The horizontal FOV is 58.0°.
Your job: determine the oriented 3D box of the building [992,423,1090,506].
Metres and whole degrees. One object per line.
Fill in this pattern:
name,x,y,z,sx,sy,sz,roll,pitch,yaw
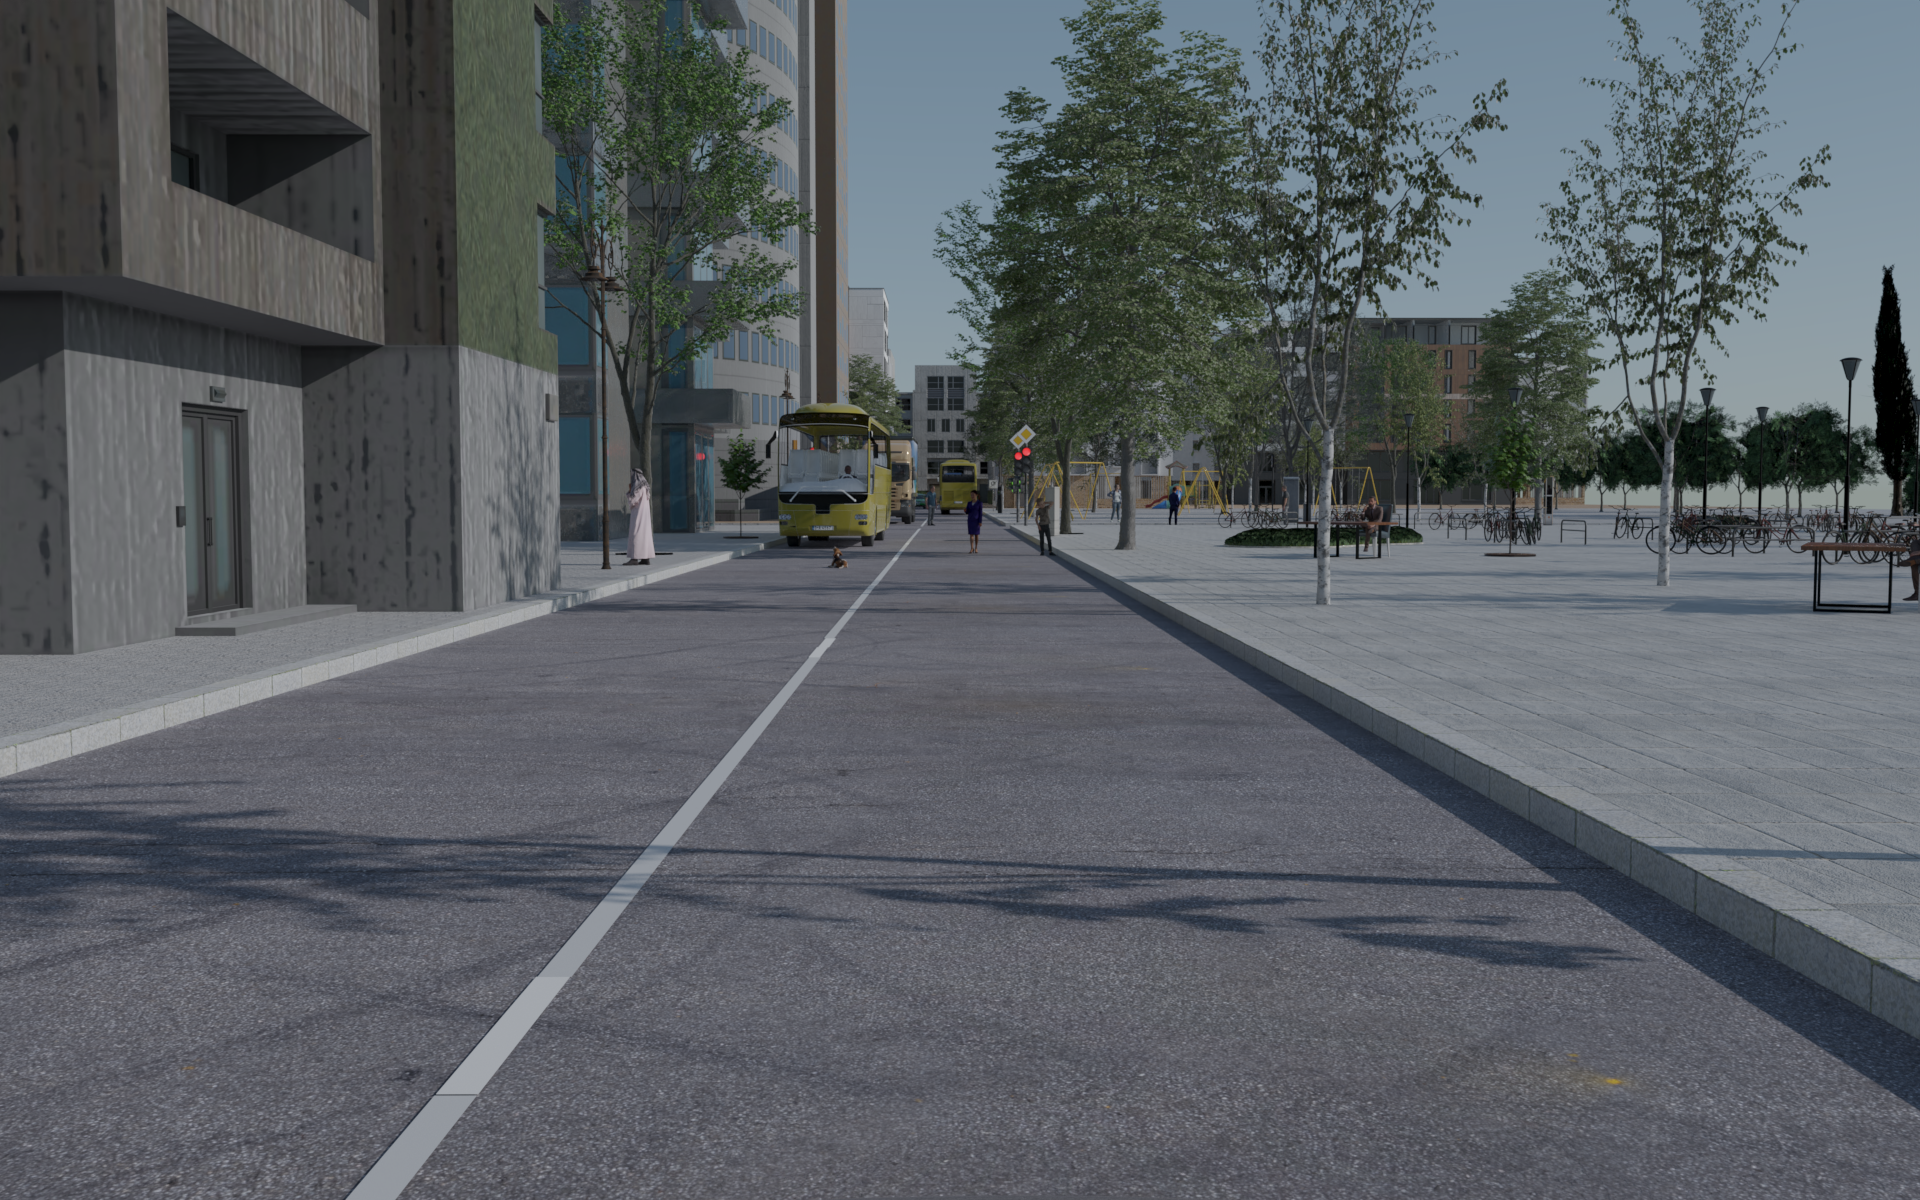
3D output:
building,8.205,-14.721,182.834,9.099,9.664,28.070,0,4,0

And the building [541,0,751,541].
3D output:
building,-22.610,-26.645,55.256,30.456,49.044,23.786,0,4,0

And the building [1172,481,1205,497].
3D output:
building,25.242,-23.274,246.988,31.486,18.905,16.747,0,4,0

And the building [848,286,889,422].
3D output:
building,-21.458,-19.907,169.451,27.936,21.610,32.646,0,4,0

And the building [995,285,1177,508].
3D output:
building,11.312,-18.722,162.526,16.016,20.091,11.380,0,4,0

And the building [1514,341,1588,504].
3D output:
building,71.528,-22.270,220.528,11.380,20.091,16.016,0,4,0

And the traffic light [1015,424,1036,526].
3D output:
traffic light,2.648,-4.951,69.864,0.839,4.253,0.868,0,4,0

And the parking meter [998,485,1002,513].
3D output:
parking meter,2.670,-6.721,115.604,0.255,1.863,0.399,1,4,13

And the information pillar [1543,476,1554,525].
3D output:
information pillar,24.089,-4.064,70.931,0.304,2.012,0.304,0,4,1

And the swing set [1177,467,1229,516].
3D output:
swing set,14.239,-6.369,101.756,2.862,2.851,3.119,0,4,6

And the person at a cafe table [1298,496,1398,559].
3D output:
person at a cafe table,8.031,-1.468,34.871,1.726,1.238,1.698,-3,5,-40

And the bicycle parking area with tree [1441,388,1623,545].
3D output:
bicycle parking area with tree,17.530,-3.649,46.665,8.231,4.147,9.016,1,4,13

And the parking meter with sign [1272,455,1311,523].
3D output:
parking meter with sign,14.768,-4.948,77.155,1.738,3.016,0.543,0,4,7

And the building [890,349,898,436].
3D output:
building,-24.254,-21.626,220.048,31.486,18.905,16.747,0,4,0

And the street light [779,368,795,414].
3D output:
street light,-6.323,-5.553,63.584,0.468,5.910,1.993,0,4,0

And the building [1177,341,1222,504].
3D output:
building,26.786,-22.266,220.468,11.380,20.091,16.016,0,4,0

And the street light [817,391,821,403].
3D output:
street light,-6.327,-6.436,78.016,0.468,5.910,1.993,0,4,0

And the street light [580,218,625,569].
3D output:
street light,-6.033,-3.460,29.361,0.468,5.910,1.993,0,4,0

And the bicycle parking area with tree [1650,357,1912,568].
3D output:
bicycle parking area with tree,18.849,-2.870,33.935,9.016,4.147,8.231,0,4,7

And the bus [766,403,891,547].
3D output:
bus,-3.523,-3.606,50.505,2.896,3.916,12.252,0,4,0

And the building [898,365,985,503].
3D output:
building,-6.237,-23.207,245.883,31.486,18.905,16.747,0,4,0

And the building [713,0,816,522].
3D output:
building,-19.201,-33.566,90.805,21.231,58.520,28.212,0,4,0

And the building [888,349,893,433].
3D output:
building,-15.865,-21.206,203.136,16.016,20.091,11.380,0,4,0

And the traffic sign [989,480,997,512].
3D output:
traffic sign,2.442,-7.653,127.263,0.606,2.300,0.079,0,4,3

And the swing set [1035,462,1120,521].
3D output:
swing set,5.912,-5.329,84.744,3.119,2.851,2.862,-2,4,-33

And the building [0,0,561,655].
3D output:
building,-12.411,-14.928,15.783,14.160,30.474,14.107,0,4,0

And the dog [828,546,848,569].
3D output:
dog,-2.428,-0.827,33.714,0.550,0.427,0.748,1,4,17

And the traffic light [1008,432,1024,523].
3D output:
traffic light,2.593,-5.439,77.849,0.839,4.253,0.868,0,4,0

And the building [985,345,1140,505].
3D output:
building,12.156,-21.153,212.302,16.747,18.905,31.486,0,4,0

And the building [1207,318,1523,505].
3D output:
building,48.927,-22.666,214.558,32.646,21.610,27.936,0,4,0

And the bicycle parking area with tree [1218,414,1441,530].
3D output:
bicycle parking area with tree,14.822,-4.721,64.194,9.016,4.147,8.231,-1,4,-18

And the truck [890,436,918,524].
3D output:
truck,-3.473,-5.922,85.733,2.839,4.237,11.283,0,3,0

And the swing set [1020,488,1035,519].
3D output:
swing set,4.700,-5.611,89.359,2.862,2.851,3.119,0,4,-6

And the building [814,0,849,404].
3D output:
building,-15.482,-29.121,126.235,14.600,45.320,14.200,0,4,0

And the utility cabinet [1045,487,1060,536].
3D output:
utility cabinet,2.814,-2.711,53.005,0.318,1.500,1.173,1,4,10

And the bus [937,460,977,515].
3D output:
bus,-0.184,-8.072,123.522,2.896,3.916,12.252,0,4,-1

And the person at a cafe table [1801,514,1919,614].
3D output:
person at a cafe table,10.215,-0.497,18.982,1.726,1.238,1.698,2,4,28

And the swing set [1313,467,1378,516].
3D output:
swing set,22.746,-6.338,101.250,3.119,2.851,2.862,3,5,43
